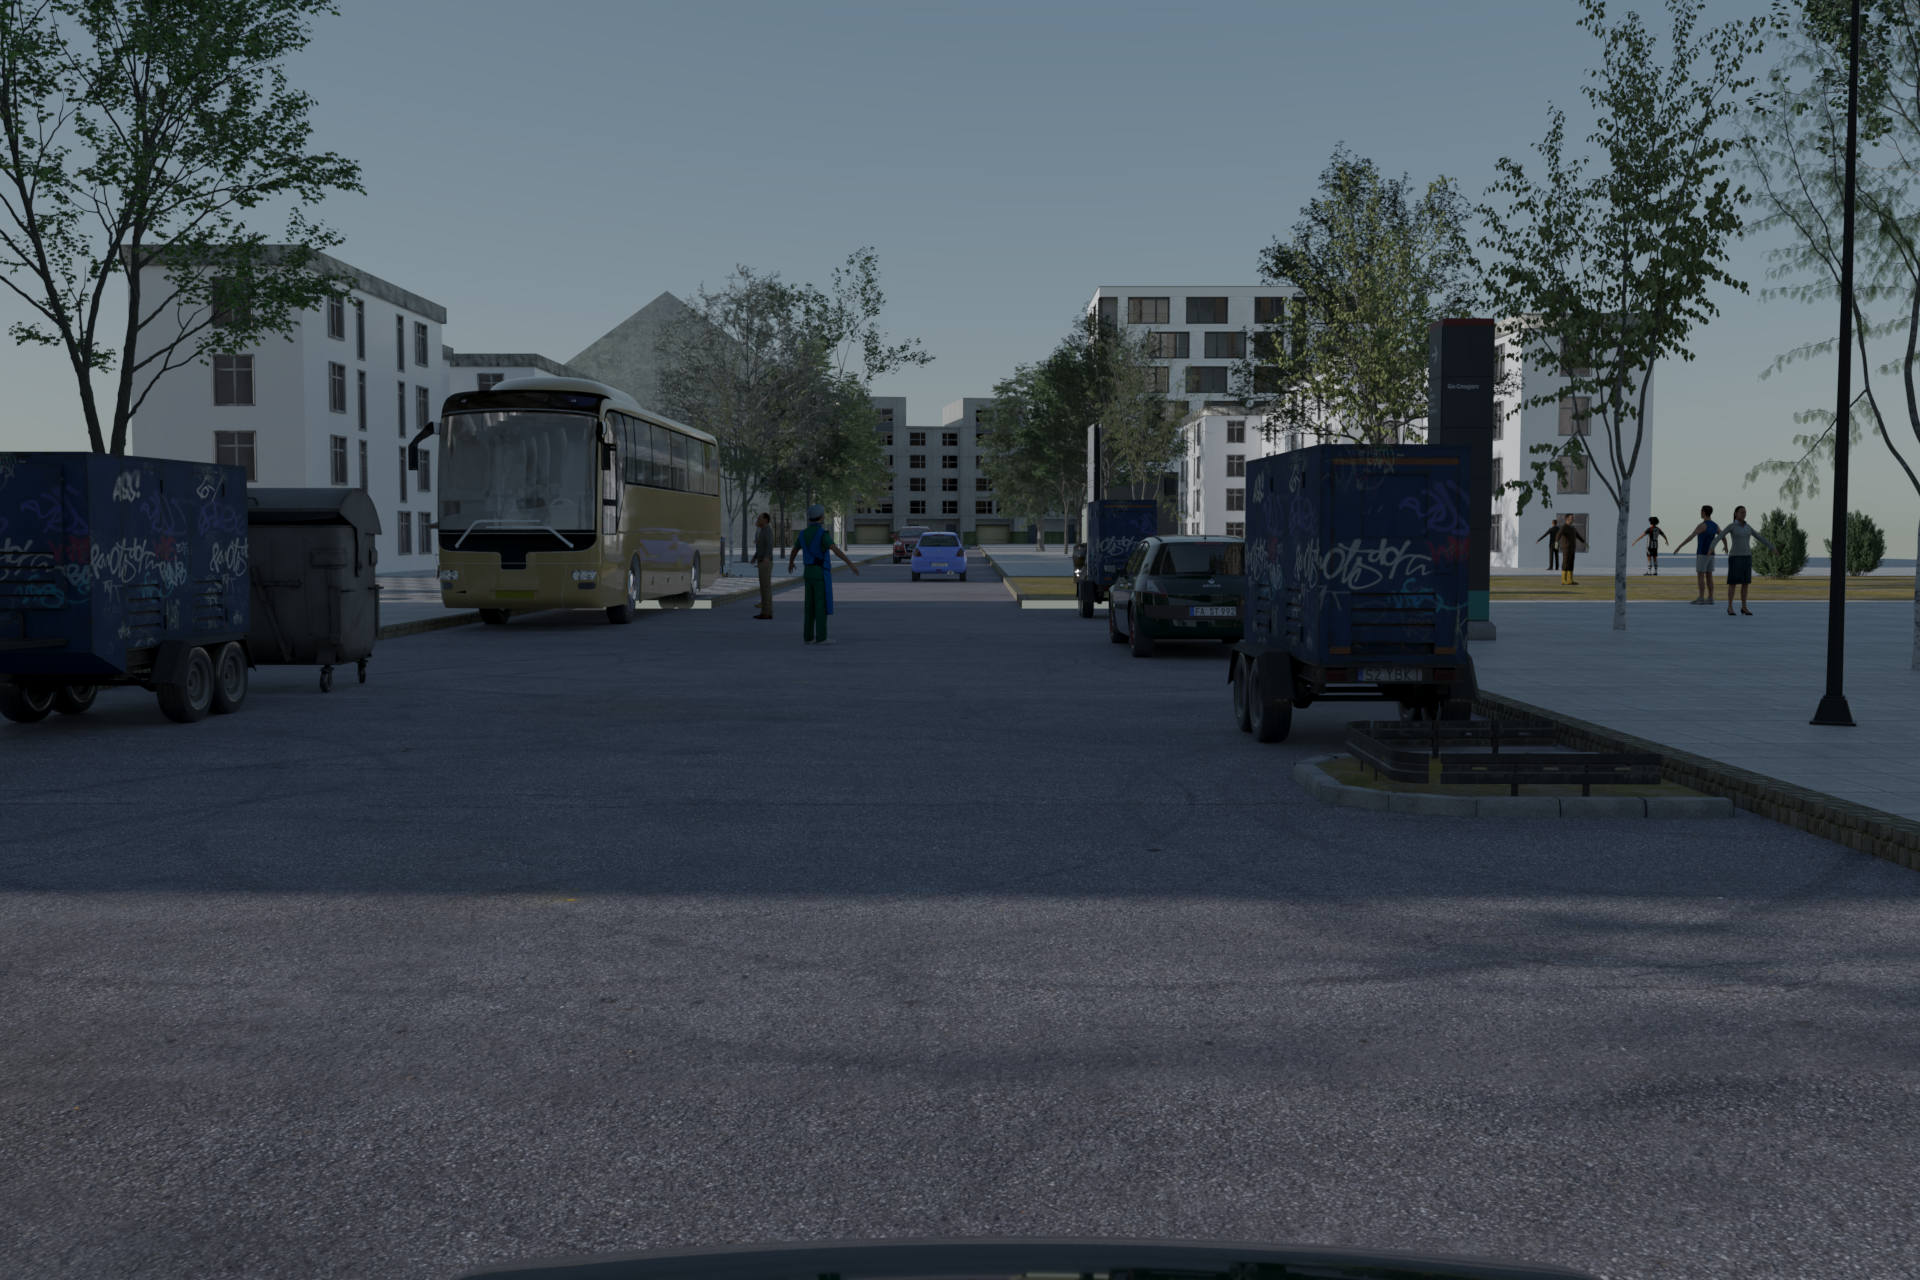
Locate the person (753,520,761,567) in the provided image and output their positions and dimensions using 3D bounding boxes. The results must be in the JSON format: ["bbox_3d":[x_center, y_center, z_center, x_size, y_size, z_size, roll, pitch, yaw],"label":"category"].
[{"bbox_3d":[-7.780,-3.722,66.707,0.705,1.847,1.347,-1,4,-12],"label":"person"}]

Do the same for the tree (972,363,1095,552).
[{"bbox_3d":[5.770,-13.406,125.839,9.857,13.997,8.962,0,3,0],"label":"tree"}]

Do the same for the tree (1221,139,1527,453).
[{"bbox_3d":[9.799,-6.556,41.607,7.601,10.594,8.767,0,4,5],"label":"tree"}]

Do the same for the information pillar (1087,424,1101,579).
[{"bbox_3d":[2.924,-2.838,37.711,0.184,3.620,1.656,0,3,0],"label":"information pillar"}]

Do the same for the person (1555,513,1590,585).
[{"bbox_3d":[15.410,-2.301,43.756,1.346,1.812,0.704,-3,4,-36],"label":"person"}]

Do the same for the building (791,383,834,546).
[{"bbox_3d":[-24.219,-20.627,203.709,16.747,18.905,31.486,0,4,-1],"label":"building"}]

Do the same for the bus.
[{"bbox_3d":[-6.401,-2.403,30.844,2.896,3.916,12.252,0,4,1],"label":"bus"}]

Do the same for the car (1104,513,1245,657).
[{"bbox_3d":[2.840,-0.719,21.551,2.009,1.686,4.222,0,4,0],"label":"car"}]

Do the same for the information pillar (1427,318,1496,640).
[{"bbox_3d":[6.089,-1.942,21.132,0.750,3.857,0.750,0,4,1],"label":"information pillar"}]

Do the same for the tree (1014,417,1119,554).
[{"bbox_3d":[6.980,-10.695,109.282,7.601,10.594,8.767,-3,4,-36],"label":"tree"}]

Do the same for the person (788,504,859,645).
[{"bbox_3d":[-1.840,-0.854,22.549,1.347,1.817,0.704,3,5,45],"label":"person"}]

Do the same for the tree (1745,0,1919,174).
[{"bbox_3d":[24.759,-11.210,39.171,12.611,20.169,13.585,0,3,0],"label":"tree"}]

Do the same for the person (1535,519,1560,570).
[{"bbox_3d":[21.061,-3.376,61.430,1.346,1.802,0.704,-1,4,-13],"label":"person"}]

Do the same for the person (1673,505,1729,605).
[{"bbox_3d":[13.555,-1.552,31.539,1.345,1.807,0.704,-2,4,-26],"label":"person"}]

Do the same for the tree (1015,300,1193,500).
[{"bbox_3d":[5.740,-8.291,69.966,7.601,10.594,8.767,-1,4,-12],"label":"tree"}]

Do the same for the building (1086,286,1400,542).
[{"bbox_3d":[25.432,-19.278,159.171,27.936,21.610,32.646,0,4,0],"label":"building"}]

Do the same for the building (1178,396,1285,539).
[{"bbox_3d":[20.505,-10.514,114.048,9.099,9.664,28.070,0,4,0],"label":"building"}]

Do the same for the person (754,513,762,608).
[{"bbox_3d":[-3.856,-1.558,33.791,0.705,1.847,1.347,-1,4,-10],"label":"person"}]

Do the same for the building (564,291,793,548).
[{"bbox_3d":[-26.347,-20.493,165.983,19.493,23.208,18.063,0,4,1],"label":"building"}]

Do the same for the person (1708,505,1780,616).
[{"bbox_3d":[12.330,-1.251,27.289,1.217,1.735,0.721,-1,4,-9],"label":"person"}]

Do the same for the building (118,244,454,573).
[{"bbox_3d":[-23.571,-7.474,64.346,9.099,9.664,28.070,0,4,0],"label":"building"}]

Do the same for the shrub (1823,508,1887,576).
[{"bbox_3d":[27.213,-2.972,52.641,1.661,2.075,1.752,0,3,0],"label":"shrub"}]

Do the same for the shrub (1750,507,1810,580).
[{"bbox_3d":[23.035,-2.734,48.740,1.661,2.075,1.752,0,3,0],"label":"shrub"}]

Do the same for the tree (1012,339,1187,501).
[{"bbox_3d":[6.366,-8.912,80.121,8.767,10.594,7.601,1,4,10],"label":"tree"}]

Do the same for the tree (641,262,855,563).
[{"bbox_3d":[-9.586,-10.217,77.419,12.009,13.543,11.850,0,3,0],"label":"tree"}]

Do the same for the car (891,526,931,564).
[{"bbox_3d":[-2.228,-4.681,85.215,2.281,1.827,5.304,0,3,0],"label":"car"}]

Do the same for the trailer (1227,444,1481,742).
[{"bbox_3d":[2.731,-0.360,12.939,1.471,1.999,3.904,0,4,-1],"label":"trailer"}]

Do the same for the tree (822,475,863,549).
[{"bbox_3d":[-9.503,-11.343,135.820,4.360,8.622,3.978,0,3,0],"label":"tree"}]

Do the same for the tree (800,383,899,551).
[{"bbox_3d":[-8.336,-12.866,128.484,7.486,12.596,7.792,0,3,0],"label":"tree"}]

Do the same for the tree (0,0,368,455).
[{"bbox_3d":[-12.986,-6.139,26.130,9.928,11.665,9.643,0,3,0],"label":"tree"}]

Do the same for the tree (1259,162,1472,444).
[{"bbox_3d":[8.222,-5.110,33.914,4.737,8.622,4.395,0,3,0],"label":"tree"}]

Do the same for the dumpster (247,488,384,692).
[{"bbox_3d":[-6.446,-0.482,16.092,1.865,1.857,1.264,0,3,0],"label":"dumpster"}]

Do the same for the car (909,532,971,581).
[{"bbox_3d":[-0.636,-2.698,53.706,1.945,1.707,3.694,0,4,0],"label":"car"}]

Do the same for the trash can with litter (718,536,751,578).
[{"bbox_3d":[-6.974,-2.488,51.735,1.678,1.210,2.233,0,4,1],"label":"trash can with litter"}]

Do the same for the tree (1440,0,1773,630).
[{"bbox_3d":[8.833,-4.457,23.237,4.737,8.622,4.395,0,3,0],"label":"tree"}]

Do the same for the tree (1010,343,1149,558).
[{"bbox_3d":[6.377,-10.169,92.022,9.928,11.665,9.643,0,3,0],"label":"tree"}]

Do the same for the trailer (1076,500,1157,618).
[{"bbox_3d":[2.786,-1.440,30.601,1.471,1.999,3.904,0,4,0],"label":"trailer"}]

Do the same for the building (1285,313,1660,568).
[{"bbox_3d":[21.978,-8.420,79.822,9.099,9.664,28.070,0,3,0],"label":"building"}]

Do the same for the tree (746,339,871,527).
[{"bbox_3d":[-8.826,-11.159,100.580,7.486,12.596,7.792,0,3,0],"label":"tree"}]

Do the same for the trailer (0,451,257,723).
[{"bbox_3d":[-6.499,-0.348,12.739,1.471,1.999,3.904,0,3,0],"label":"trailer"}]

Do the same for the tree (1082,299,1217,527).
[{"bbox_3d":[5.629,-6.368,54.477,4.360,8.622,3.978,0,3,0],"label":"tree"}]

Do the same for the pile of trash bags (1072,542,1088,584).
[{"bbox_3d":[3.860,-2.152,44.933,1.912,1.369,3.447,0,4,1],"label":"pile of trash bags"}]

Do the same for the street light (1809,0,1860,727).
[{"bbox_3d":[6.447,-2.384,11.521,1.470,5.913,1.316,0,3,0],"label":"street light"}]

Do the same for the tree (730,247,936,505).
[{"bbox_3d":[-8.318,-15.759,113.546,12.611,20.169,13.585,0,3,0],"label":"tree"}]

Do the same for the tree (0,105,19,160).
[{"bbox_3d":[-12.270,-4.124,17.783,4.737,8.622,4.395,0,3,0],"label":"tree"}]

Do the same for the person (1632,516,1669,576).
[{"bbox_3d":[21.360,-2.894,53.465,1.345,1.843,0.704,-1,4,-18],"label":"person"}]

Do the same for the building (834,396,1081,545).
[{"bbox_3d":[-1.000,-22.132,230.768,31.486,18.905,16.747,-1,4,-9],"label":"building"}]

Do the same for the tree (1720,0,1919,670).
[{"bbox_3d":[8.953,-4.008,15.894,4.360,8.622,3.978,0,3,0],"label":"tree"}]

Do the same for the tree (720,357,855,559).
[{"bbox_3d":[-9.068,-9.536,90.322,8.767,10.594,7.601,2,4,28],"label":"tree"}]

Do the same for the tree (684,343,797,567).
[{"bbox_3d":[-9.092,-7.159,67.413,4.360,8.622,3.978,0,3,0],"label":"tree"}]

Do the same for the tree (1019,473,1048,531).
[{"bbox_3d":[6.215,-11.598,139.985,4.737,8.622,4.395,0,3,0],"label":"tree"}]

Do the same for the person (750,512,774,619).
[{"bbox_3d":[-3.315,-1.253,29.220,0.705,1.796,1.348,-1,4,-16],"label":"person"}]

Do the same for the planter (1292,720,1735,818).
[{"bbox_3d":[2.935,0.697,9.747,1.991,0.319,1.994,0,4,1],"label":"planter"}]

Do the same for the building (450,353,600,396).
[{"bbox_3d":[-24.189,-9.325,94.616,9.099,9.664,28.070,0,3,0],"label":"building"}]
